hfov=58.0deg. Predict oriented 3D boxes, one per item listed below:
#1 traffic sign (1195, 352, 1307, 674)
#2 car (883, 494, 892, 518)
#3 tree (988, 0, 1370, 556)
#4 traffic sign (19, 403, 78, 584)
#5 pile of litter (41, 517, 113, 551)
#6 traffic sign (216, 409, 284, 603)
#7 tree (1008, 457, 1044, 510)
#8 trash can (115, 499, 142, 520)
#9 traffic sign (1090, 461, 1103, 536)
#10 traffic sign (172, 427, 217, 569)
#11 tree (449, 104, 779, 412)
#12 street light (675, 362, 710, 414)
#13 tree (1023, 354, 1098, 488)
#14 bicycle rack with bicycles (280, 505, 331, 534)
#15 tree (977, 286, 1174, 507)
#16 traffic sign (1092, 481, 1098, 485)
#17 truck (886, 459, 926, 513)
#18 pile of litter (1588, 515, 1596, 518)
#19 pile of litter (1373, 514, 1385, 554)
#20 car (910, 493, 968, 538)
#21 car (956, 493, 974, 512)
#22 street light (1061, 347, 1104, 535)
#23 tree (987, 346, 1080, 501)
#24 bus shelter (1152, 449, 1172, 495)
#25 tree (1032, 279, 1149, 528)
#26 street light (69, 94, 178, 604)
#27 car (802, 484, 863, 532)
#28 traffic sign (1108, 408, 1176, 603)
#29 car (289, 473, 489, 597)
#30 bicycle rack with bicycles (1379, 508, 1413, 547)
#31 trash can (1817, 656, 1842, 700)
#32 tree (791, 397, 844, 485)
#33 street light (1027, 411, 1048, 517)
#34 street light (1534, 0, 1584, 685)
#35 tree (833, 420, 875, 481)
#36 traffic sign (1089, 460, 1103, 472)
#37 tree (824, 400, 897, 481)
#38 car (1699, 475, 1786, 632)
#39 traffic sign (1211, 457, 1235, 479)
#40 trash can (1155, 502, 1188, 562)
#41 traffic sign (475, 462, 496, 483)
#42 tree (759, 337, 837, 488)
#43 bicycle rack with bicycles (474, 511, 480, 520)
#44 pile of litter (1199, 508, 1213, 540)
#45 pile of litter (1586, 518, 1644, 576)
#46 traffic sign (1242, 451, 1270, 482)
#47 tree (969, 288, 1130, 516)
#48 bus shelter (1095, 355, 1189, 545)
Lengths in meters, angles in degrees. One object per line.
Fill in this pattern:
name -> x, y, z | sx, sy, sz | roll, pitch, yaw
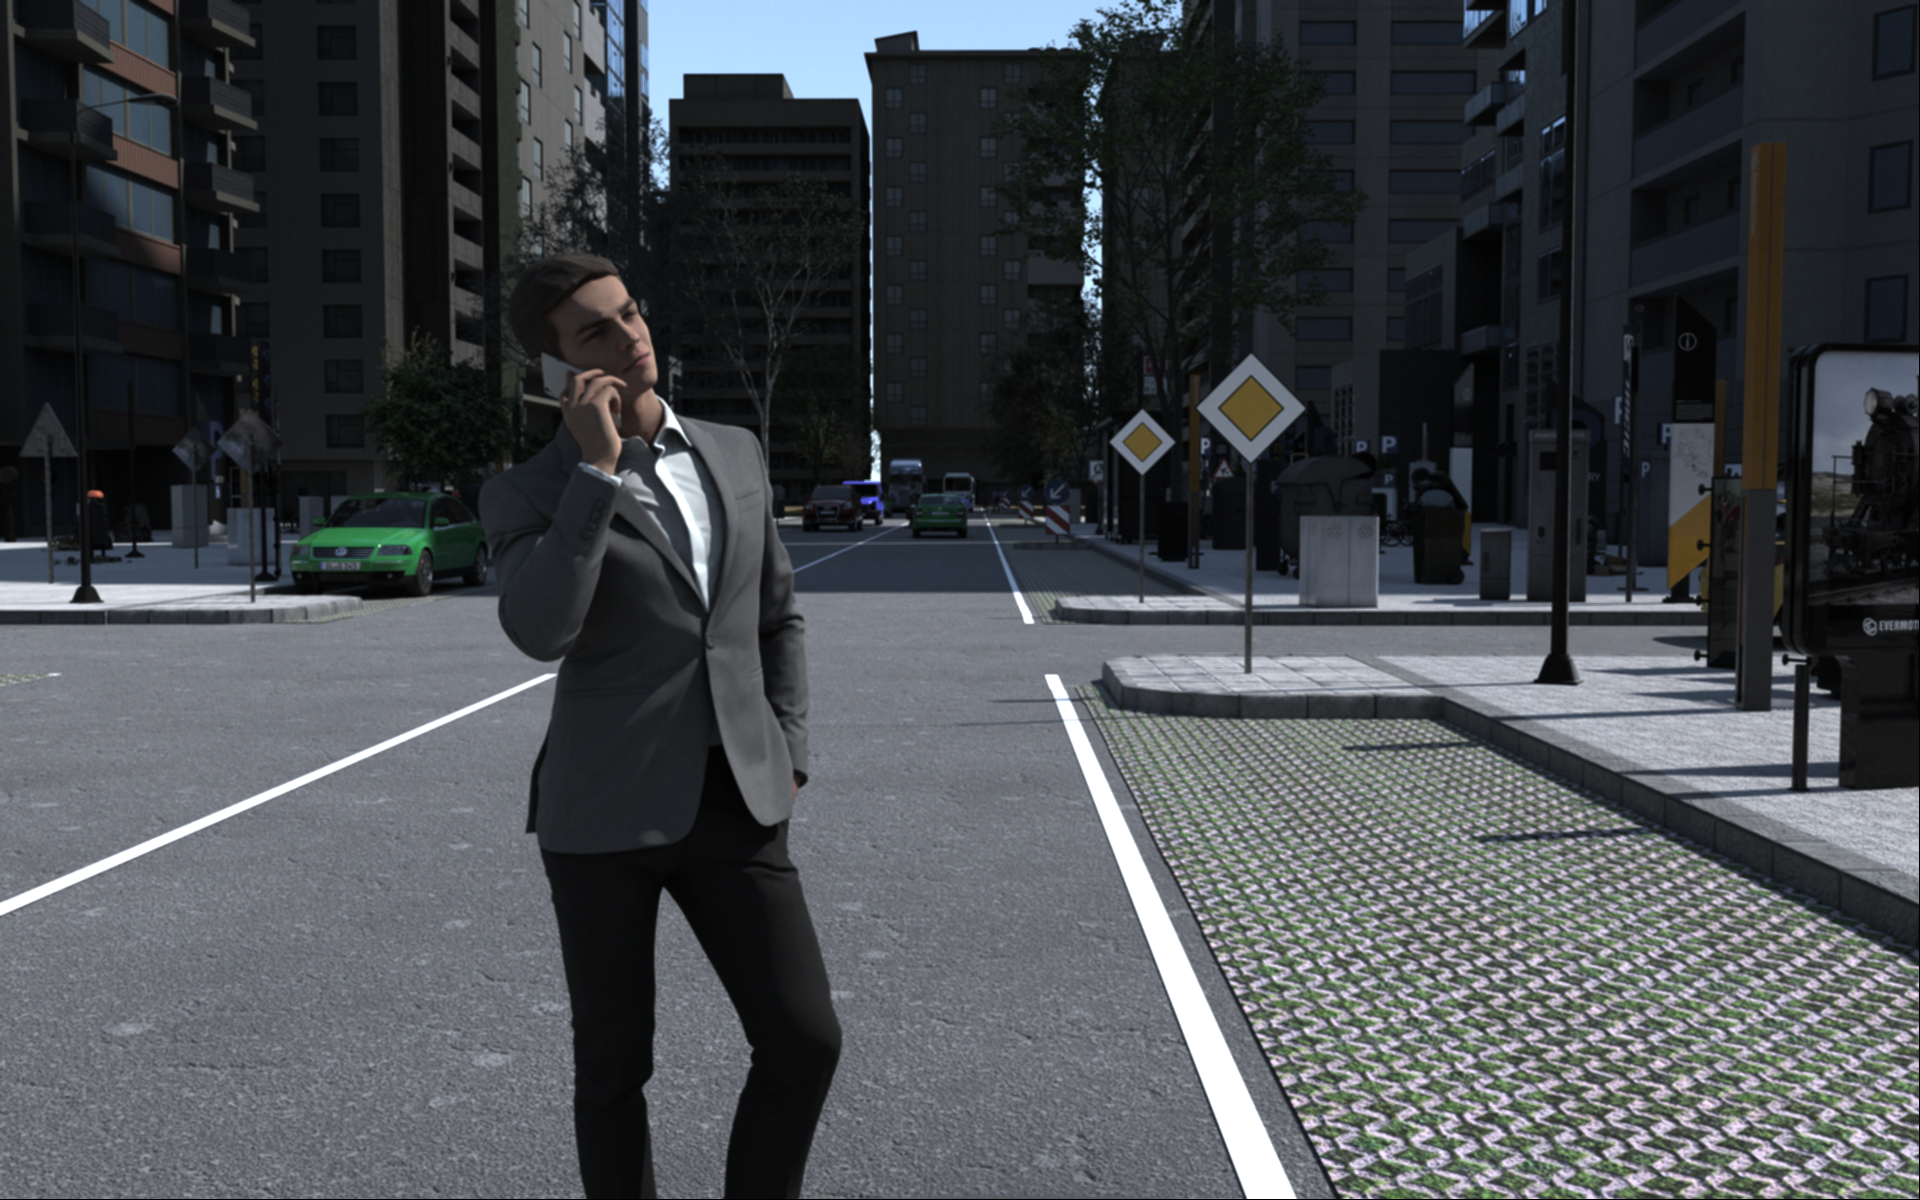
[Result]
traffic sign -> 2.058, -0.531, 12.327 | 0.795, 2.450, 0.064 | 0, 4, 1
car -> -5.120, -5.954, 106.146 | 1.959, 1.807, 4.718 | 0, 4, 0
tree -> 4.402, -6.754, 36.187 | 9.928, 11.665, 9.643 | 0, 3, 0
traffic sign -> -13.004, -1.511, 24.706 | 0.884, 2.594, 0.081 | 0, 4, 6
pile of litter -> -20.171, -1.567, 39.587 | 1.176, 0.858, 1.719 | 3, 5, 40
traffic sign -> -8.362, -1.027, 20.429 | 0.795, 2.450, 0.064 | 0, 4, 1
tree -> 5.675, -9.590, 140.505 | 4.285, 4.588, 4.351 | 0, 3, 0
trash can -> -24.616, -2.426, 51.317 | 0.748, 1.137, 0.748 | 0, 3, 0
traffic sign -> 4.279, -3.124, 53.203 | 0.606, 2.300, 0.079 | 0, 4, 2
traffic sign -> -13.158, -1.749, 29.782 | 0.795, 2.450, 0.064 | 0, 4, 5
tree -> -10.492, -8.784, 53.983 | 12.009, 13.543, 11.850 | 0, 3, 0
street light -> -9.425, -5.407, 60.943 | 1.470, 5.913, 1.316 | 0, 4, 1
tree -> 4.967, -8.335, 86.634 | 4.737, 8.622, 4.395 | 0, 3, 0
bicycle rack with bicycles -> -21.507, -2.652, 56.736 | 2.925, 0.926, 2.852 | -3, 5, -39
tree -> 5.360, -8.817, 78.565 | 8.767, 10.594, 7.601 | 0, 4, -6
traffic sign -> 7.247, -5.560, 91.019 | 0.768, 2.556, 0.104 | 0, 4, 5
truck -> -3.959, -9.000, 136.906 | 2.967, 4.110, 18.799 | 0, 4, 1
pile of litter -> 13.059, -1.391, 36.701 | 1.176, 0.858, 1.719 | 1, 4, 19
pile of litter -> 8.679, -1.448, 37.632 | 1.176, 0.858, 1.719 | 1, 4, 22
car -> -0.690, -2.990, 57.681 | 1.959, 1.807, 4.718 | 0, 4, -1
car -> 0.156, -7.786, 136.891 | 1.945, 1.707, 3.694 | 0, 4, -1
street light -> 3.888, -5.032, 54.820 | 1.470, 5.913, 1.316 | 0, 4, 1
tree -> 5.791, -13.146, 133.060 | 7.486, 12.596, 7.792 | 0, 3, 0
bus shelter -> 7.434, -4.652, 67.347 | 1.731, 3.624, 6.357 | 0, 4, 0
tree -> 4.732, -6.674, 59.490 | 4.360, 8.622, 3.978 | 0, 3, 0
street light -> -9.773, -2.919, 20.260 | 1.470, 5.913, 1.316 | 0, 4, 1
car -> -4.896, -3.577, 67.161 | 2.281, 1.827, 5.304 | 0, 4, 1
traffic sign -> 2.131, -1.020, 20.312 | 0.795, 2.450, 0.064 | 0, 4, 1
car -> -8.268, -1.014, 25.383 | 1.959, 1.807, 4.718 | 0, 3, 0
bicycle rack with bicycles -> 10.901, -1.815, 43.052 | 2.925, 0.926, 2.852 | 1, 4, 14
trash can -> 5.704, 0.052, 10.811 | 0.748, 1.137, 0.748 | 0, 3, 0
tree -> -10.540, -10.973, 129.765 | 4.737, 8.622, 4.395 | 0, 3, 0
street light -> 4.234, -7.515, 95.406 | 1.470, 5.913, 1.316 | 0, 4, 1
street light -> 3.533, -2.390, 11.617 | 1.470, 5.913, 1.316 | 0, 4, 1
tree -> -10.242, -12.958, 162.225 | 4.360, 8.622, 3.978 | 0, 3, 0
traffic sign -> 5.222, -3.961, 64.863 | 0.768, 2.556, 0.104 | 0, 4, 3
tree -> -10.210, -14.570, 172.632 | 8.767, 10.594, 7.601 | 1, 4, 8
car -> 9.279, -0.390, 16.605 | 3.980, 1.641, 2.015 | 0, 4, 2
traffic sign -> 9.165, -3.680, 60.173 | 0.884, 2.594, 0.081 | 0, 4, 3
trash can -> 4.073, -1.306, 33.001 | 0.748, 1.137, 0.748 | 0, 3, 0
traffic sign -> -12.841, -2.867, 46.882 | 0.884, 2.594, 0.081 | 0, 4, 8
tree -> -9.351, -11.502, 113.817 | 9.928, 11.665, 9.643 | 0, 3, 0
bicycle rack with bicycles -> -13.633, -2.419, 52.940 | 2.925, 0.926, 2.852 | 0, 4, -7
pile of litter -> 7.266, -2.127, 48.740 | 1.719, 0.858, 1.176 | -2, 4, -32
pile of litter -> 10.104, -0.828, 27.502 | 1.719, 0.858, 1.176 | -1, 4, -8
traffic sign -> 8.094, -2.896, 47.453 | 0.768, 2.556, 0.104 | 0, 4, 4
tree -> 5.223, -11.818, 103.595 | 12.009, 13.543, 11.850 | 0, 3, 0
bus shelter -> 4.918, -4.291, 47.797 | 2.179, 5.291, 8.768 | 0, 4, 1
